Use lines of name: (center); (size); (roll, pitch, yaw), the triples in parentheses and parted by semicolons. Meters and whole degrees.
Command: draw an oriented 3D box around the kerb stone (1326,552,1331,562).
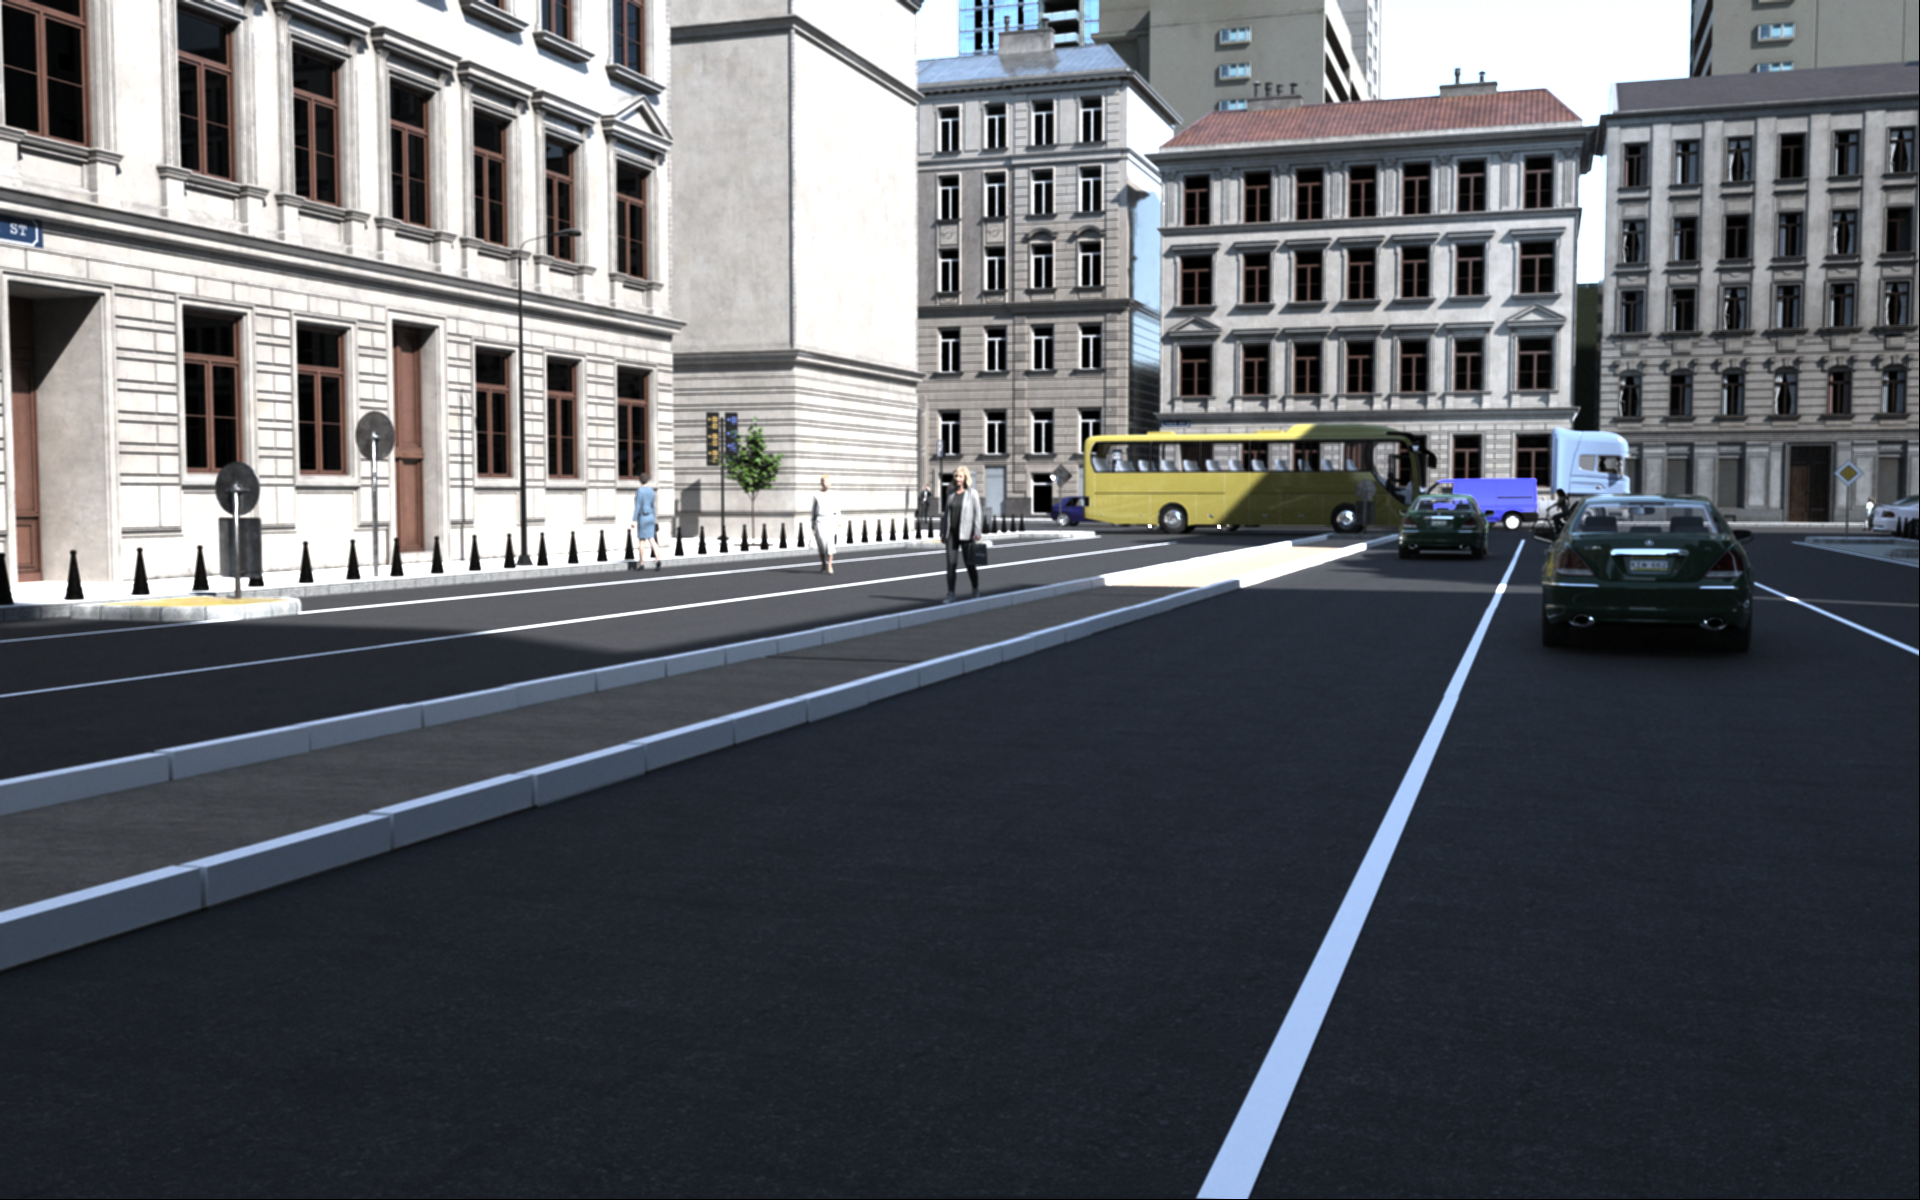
kerb stone: (7.695, -0.883, 36.691); (0.120, 0.150, 1.000); (1, 4, 19)

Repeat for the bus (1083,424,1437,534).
bus: (10.644, -4.305, 61.941); (12.252, 3.916, 2.896); (1, 4, 17)

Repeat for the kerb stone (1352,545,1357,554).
kerb stone: (9.348, -1.185, 41.573); (0.120, 0.150, 1.000); (1, 4, 19)

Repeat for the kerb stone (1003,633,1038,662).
kerb stone: (0.469, 0.431, 15.244); (0.120, 0.150, 1.000); (1, 4, 19)

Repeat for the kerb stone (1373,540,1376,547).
kerb stone: (10.989, -1.484, 46.455); (0.120, 0.150, 1.000); (1, 4, 19)

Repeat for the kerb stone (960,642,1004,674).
kerb stone: (0.138, 0.486, 14.273); (0.120, 0.150, 1.000); (1, 4, 19)

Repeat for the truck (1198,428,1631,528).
truck: (18.821, -5.076, 72.753); (18.799, 4.110, 2.967); (1, 4, 18)

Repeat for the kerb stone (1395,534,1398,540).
kerb stone: (13.297, -1.901, 53.284); (0.120, 0.150, 1.000); (1, 4, 19)

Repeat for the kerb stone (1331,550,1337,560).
kerb stone: (8.030, -0.945, 37.665); (0.120, 0.150, 1.000); (1, 4, 19)

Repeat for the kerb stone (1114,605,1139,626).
kerb stone: (1.778, 0.186, 19.149); (0.120, 0.150, 1.000); (1, 4, 19)

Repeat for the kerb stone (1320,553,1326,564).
kerb stone: (7.374, -0.827, 35.716); (0.120, 0.150, 1.000); (1, 4, 19)

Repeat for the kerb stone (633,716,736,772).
kerb stone: (-1.507, 0.783, 9.401); (0.120, 0.150, 1.000); (1, 4, 19)

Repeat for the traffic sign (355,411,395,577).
traffic sign: (-9.014, -1.624, 26.662); (0.768, 2.556, 0.104); (2, 4, 23)

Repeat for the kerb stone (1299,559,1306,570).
kerb stone: (6.379, -0.647, 32.804); (0.120, 0.150, 1.000); (1, 4, 19)

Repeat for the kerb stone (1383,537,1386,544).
kerb stone: (11.982, -1.663, 49.378); (0.120, 0.150, 1.000); (1, 4, 19)

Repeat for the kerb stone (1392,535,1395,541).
kerb stone: (12.961, -1.842, 52.315); (0.120, 0.150, 1.000); (1, 4, 19)

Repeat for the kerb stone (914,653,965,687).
kerb stone: (-0.194, 0.544, 13.294); (0.120, 0.150, 1.000); (1, 4, 19)

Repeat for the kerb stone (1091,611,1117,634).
kerb stone: (1.447, 0.246, 18.168); (0.120, 0.150, 1.000); (1, 4, 19)

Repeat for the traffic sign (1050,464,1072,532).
traffic sign: (3.368, -3.328, 58.056); (0.795, 2.450, 0.064); (1, 4, 19)

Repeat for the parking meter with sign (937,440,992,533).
parking meter with sign: (0.171, -3.676, 56.363); (1.738, 3.016, 0.543); (-1, 4, -20)

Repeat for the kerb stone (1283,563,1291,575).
kerb stone: (5.719, -0.529, 30.847); (0.120, 0.150, 1.000); (1, 4, 19)

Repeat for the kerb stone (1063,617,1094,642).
kerb stone: (1.127, 0.307, 17.193); (0.120, 0.150, 1.000); (1, 4, 19)

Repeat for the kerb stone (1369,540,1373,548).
kerb stone: (10.667, -1.424, 45.481); (0.120, 0.150, 1.000); (1, 4, 19)

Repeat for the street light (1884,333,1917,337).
street light: (27.323, -4.734, 49.937); (1.470, 5.913, 1.316); (1, 4, 19)

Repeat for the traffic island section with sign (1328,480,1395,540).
traffic island section with sign: (12.851, -2.877, 55.180); (2.006, 1.907, 1.989); (1, 4, 19)

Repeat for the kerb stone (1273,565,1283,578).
kerb stone: (5.399, -0.470, 29.872); (0.120, 0.150, 1.000); (1, 4, 19)

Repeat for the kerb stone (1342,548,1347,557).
kerb stone: (8.688, -1.065, 39.630); (0.120, 0.150, 1.000); (1, 4, 19)

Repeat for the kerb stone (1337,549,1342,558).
kerb stone: (8.359, -1.006, 38.650); (0.120, 0.150, 1.000); (1, 4, 19)

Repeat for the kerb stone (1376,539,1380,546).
kerb stone: (11.317, -1.543, 47.427); (0.120, 0.150, 1.000); (1, 4, 19)

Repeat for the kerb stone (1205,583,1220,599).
kerb stone: (3.422, -0.106, 24.027); (0.120, 0.150, 1.000); (1, 4, 19)

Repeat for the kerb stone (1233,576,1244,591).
kerb stone: (4.082, -0.227, 25.970); (0.120, 0.150, 1.000); (1, 4, 19)

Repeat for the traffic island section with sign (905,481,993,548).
traffic island section with sign: (-0.205, -2.321, 46.571); (1.989, 1.847, 2.006); (1, 4, 19)

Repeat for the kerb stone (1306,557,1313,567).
kerb stone: (6.712, -0.708, 33.774); (0.120, 0.150, 1.000); (1, 4, 19)

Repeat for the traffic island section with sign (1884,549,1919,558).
traffic island section with sign: (22.021, -1.857, 38.996); (1.989, 1.847, 2.006); (1, 4, 19)

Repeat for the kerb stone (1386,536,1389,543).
kerb stone: (12.309, -1.723, 50.369); (0.120, 0.150, 1.000); (1, 4, 19)

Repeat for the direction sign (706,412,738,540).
direction sign: (-6.598, -3.432, 48.114); (0.876, 3.537, 0.379); (-1, 4, -23)

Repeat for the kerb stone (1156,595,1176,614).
kerb stone: (2.442, 0.070, 21.097); (0.120, 0.150, 1.000); (1, 4, 19)

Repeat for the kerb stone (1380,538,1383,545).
kerb stone: (11.656, -1.603, 48.406); (0.120, 0.150, 1.000); (1, 4, 19)

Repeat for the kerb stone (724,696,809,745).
kerb stone: (-1.179, 0.723, 10.373); (0.120, 0.150, 1.000); (1, 4, 19)

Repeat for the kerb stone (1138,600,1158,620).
kerb stone: (2.109, 0.132, 20.120); (0.120, 0.150, 1.000); (1, 4, 19)

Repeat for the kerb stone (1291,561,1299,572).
kerb stone: (6.053, -0.589, 31.824); (0.120, 0.150, 1.000); (1, 4, 19)

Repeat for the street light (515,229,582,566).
street light: (-7.291, -3.555, 30.662); (1.470, 5.913, 1.316); (1, 4, 19)

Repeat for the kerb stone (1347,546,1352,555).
kerb stone: (9.021, -1.126, 40.600); (0.120, 0.150, 1.000); (1, 4, 19)

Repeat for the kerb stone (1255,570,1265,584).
kerb stone: (4.745, -0.350, 27.925); (0.120, 0.150, 1.000); (1, 4, 19)

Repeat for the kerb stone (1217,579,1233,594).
kerb stone: (3.752, -0.171, 24.998); (0.120, 0.150, 1.000); (1, 4, 19)

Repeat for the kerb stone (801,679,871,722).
kerb stone: (-0.843, 0.663, 11.347); (0.120, 0.150, 1.000); (1, 4, 19)

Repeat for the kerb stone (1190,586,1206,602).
kerb stone: (3.091, -0.053, 23.054); (0.120, 0.150, 1.000); (1, 4, 19)

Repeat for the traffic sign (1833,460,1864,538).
traffic sign: (25.864, -2.864, 50.474); (0.795, 2.450, 0.064); (1, 4, 19)

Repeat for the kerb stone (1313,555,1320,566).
kerb stone: (7.045, -0.768, 34.745); (0.120, 0.150, 1.000); (1, 4, 19)

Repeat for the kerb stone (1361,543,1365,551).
kerb stone: (10.001, -1.305, 43.525); (0.120, 0.150, 1.000); (1, 4, 19)

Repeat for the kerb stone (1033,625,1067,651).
kerb stone: (0.794, 0.366, 16.217); (0.120, 0.150, 1.000); (1, 4, 19)

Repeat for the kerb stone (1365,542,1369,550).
kerb stone: (10.335, -1.361, 44.496); (0.120, 0.150, 1.000); (1, 4, 19)

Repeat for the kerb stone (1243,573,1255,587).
kerb stone: (4.410, -0.289, 26.941); (0.120, 0.150, 1.000); (1, 4, 19)

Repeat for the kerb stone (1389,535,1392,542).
kerb stone: (12.638, -1.783, 51.341); (0.120, 0.150, 1.000); (1, 4, 19)

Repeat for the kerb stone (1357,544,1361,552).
kerb stone: (9.669, -1.245, 42.548); (0.120, 0.150, 1.000); (1, 4, 19)

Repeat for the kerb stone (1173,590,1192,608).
kerb stone: (2.763, 0.007, 22.075); (0.120, 0.150, 1.000); (1, 4, 19)

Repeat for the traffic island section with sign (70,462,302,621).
traffic island section with sign: (-8.990, -0.726, 20.500); (1.989, 1.847, 2.006); (1, 4, 19)

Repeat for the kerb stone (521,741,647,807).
kerb stone: (-1.831, 0.844, 8.419); (0.120, 0.150, 1.000); (1, 4, 19)

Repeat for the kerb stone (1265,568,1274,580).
kerb stone: (5.065, -0.410, 28.899); (0.120, 0.150, 1.000); (1, 4, 19)

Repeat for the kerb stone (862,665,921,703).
kerb stone: (-0.522, 0.604, 12.322); (0.120, 0.150, 1.000); (1, 4, 19)
